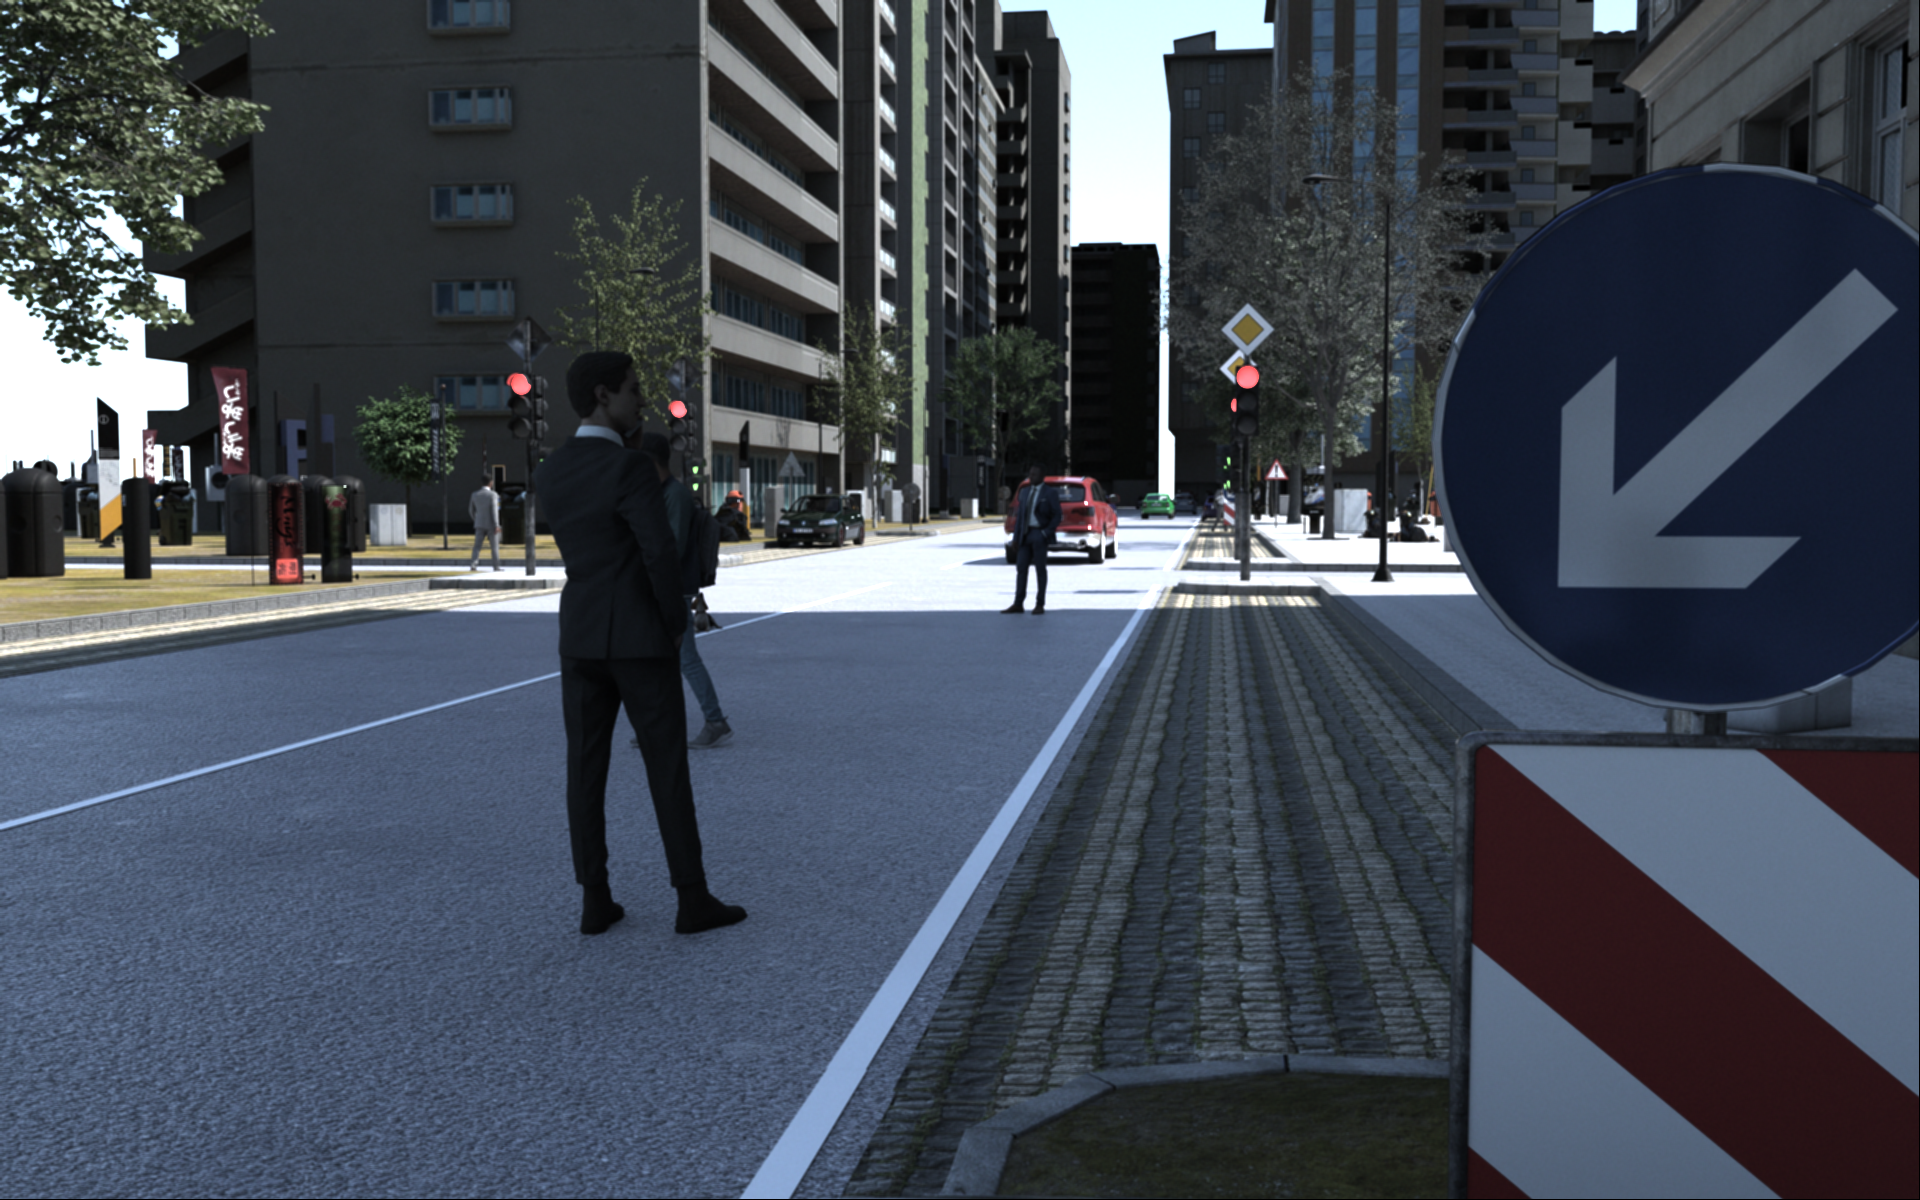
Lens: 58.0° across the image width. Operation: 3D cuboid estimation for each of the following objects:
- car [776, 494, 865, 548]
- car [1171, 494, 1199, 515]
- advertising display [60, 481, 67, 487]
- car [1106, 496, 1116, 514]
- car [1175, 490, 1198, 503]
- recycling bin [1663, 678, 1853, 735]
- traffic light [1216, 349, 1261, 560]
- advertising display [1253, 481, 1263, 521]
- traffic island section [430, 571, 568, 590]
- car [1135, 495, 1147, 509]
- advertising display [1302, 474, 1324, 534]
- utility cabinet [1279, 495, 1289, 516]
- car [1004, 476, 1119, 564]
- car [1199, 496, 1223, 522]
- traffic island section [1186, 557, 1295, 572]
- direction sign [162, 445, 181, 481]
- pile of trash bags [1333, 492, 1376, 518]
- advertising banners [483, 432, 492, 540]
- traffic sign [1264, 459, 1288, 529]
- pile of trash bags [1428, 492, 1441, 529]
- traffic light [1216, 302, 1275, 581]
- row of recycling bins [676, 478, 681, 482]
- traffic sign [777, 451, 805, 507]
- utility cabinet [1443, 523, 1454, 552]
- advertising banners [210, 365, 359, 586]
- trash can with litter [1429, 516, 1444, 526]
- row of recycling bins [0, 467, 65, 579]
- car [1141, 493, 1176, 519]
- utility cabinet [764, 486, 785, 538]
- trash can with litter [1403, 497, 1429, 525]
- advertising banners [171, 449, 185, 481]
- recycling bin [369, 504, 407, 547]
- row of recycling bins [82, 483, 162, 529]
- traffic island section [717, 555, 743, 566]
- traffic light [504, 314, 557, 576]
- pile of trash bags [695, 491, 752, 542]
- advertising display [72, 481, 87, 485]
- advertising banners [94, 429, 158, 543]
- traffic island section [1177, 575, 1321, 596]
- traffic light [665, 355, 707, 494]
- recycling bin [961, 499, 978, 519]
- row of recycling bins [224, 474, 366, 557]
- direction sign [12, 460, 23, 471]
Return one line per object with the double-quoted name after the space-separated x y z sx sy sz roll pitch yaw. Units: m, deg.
-3.765 -2.283 47.109 2.009 1.686 4.222 1 4 9 "car"
15.647 -6.662 120.931 2.014 1.417 4.499 1 4 9 "car"
-43.152 -4.739 82.704 0.974 1.923 0.123 -3 4 -38 "advertising display"
7.952 -5.292 99.103 1.945 1.354 3.894 1 4 10 "car"
22.591 -10.056 173.082 2.281 1.827 5.304 1 4 10 "car"
4.455 0.177 9.664 0.722 1.027 0.722 -2 4 -30 "recycling bin"
5.368 -2.723 33.443 0.839 4.253 0.868 1 4 8 "traffic light"
14.509 -4.842 84.385 0.123 1.923 0.974 -1 4 -10 "advertising display"
-6.777 -0.305 27.269 2.009 0.180 2.903 1 4 8 "traffic island section"
17.816 -9.393 166.161 1.945 1.354 3.894 1 4 9 "car"
11.416 -3.086 55.674 0.123 1.923 0.974 -3 4 -38 "advertising display"
19.067 -5.469 100.584 1.020 1.237 0.306 1 4 15 "utility cabinet"
2.227 -1.745 37.205 2.281 1.827 5.304 1 4 10 "car"
13.383 -4.717 89.709 1.945 1.354 3.894 0 4 8 "car"
5.406 -0.689 33.552 2.009 0.180 2.903 1 4 8 "traffic island section"
-35.596 -5.279 78.312 0.379 3.537 0.876 2 4 35 "direction sign"
19.805 -4.679 86.256 1.912 1.369 3.447 0 4 -6 "pile of trash bags"
-13.221 -3.201 48.523 0.090 3.025 2.074 -1 4 -20 "advertising banners"
11.659 -3.905 63.849 0.884 2.594 0.081 1 4 10 "traffic sign"
18.983 -3.303 63.750 3.447 1.369 1.912 2 4 25 "pile of trash bags"
4.207 -2.240 25.543 0.839 4.253 0.868 1 4 8 "traffic light"
-8.314 -2.280 44.391 3.534 1.692 1.069 2 4 31 "row of recycling bins"
-5.064 -3.175 51.913 0.884 2.594 0.081 1 4 14 "traffic sign"
11.262 -1.665 38.388 1.020 1.237 0.306 0 4 5 "utility cabinet"
-9.483 -1.724 24.377 0.090 3.025 2.074 3 5 43 "advertising banners"
19.536 -3.608 70.380 0.624 1.170 1.055 1 4 21 "trash can with litter"
-15.102 -1.139 25.730 1.069 1.692 3.534 2 4 33 "row of recycling bins"
11.502 -5.607 100.475 1.959 1.807 4.718 1 4 9 "car"
-5.418 -2.555 50.451 0.318 1.500 1.173 -1 4 -21 "utility cabinet"
19.137 -3.734 72.441 1.055 1.170 0.624 -1 4 -17 "trash can with litter"
-29.776 -4.368 67.598 2.074 3.025 0.090 0 4 7 "advertising banners"
-14.114 -1.846 42.739 0.722 1.027 0.722 -2 4 -33 "recycling bin"
-30.653 -3.412 62.907 1.069 1.692 3.534 3 5 44 "row of recycling bins"
-5.617 -0.788 35.170 2.009 0.180 2.903 1 4 8 "traffic island section"
-6.739 -2.337 27.129 0.839 4.253 0.868 1 4 8 "traffic light"
-6.595 -2.306 47.464 1.912 1.369 3.447 1 4 9 "pile of trash bags"
-42.811 -4.854 84.570 0.123 1.923 0.974 2 4 35 "advertising display"
-22.016 -3.036 45.819 0.090 3.025 2.074 1 4 22 "advertising banners"
4.245 -0.206 25.651 2.009 0.180 2.903 1 4 8 "traffic island section"
-5.579 -2.820 35.030 0.839 4.253 0.868 1 4 8 "traffic light"
0.488 -4.760 90.380 0.722 1.027 0.722 1 4 23 "recycling bin"
-14.109 -1.830 37.033 1.069 1.692 3.534 2 4 25 "row of recycling bins"
-62.707 -7.545 115.361 0.876 3.537 0.379 1 4 17 "direction sign"
